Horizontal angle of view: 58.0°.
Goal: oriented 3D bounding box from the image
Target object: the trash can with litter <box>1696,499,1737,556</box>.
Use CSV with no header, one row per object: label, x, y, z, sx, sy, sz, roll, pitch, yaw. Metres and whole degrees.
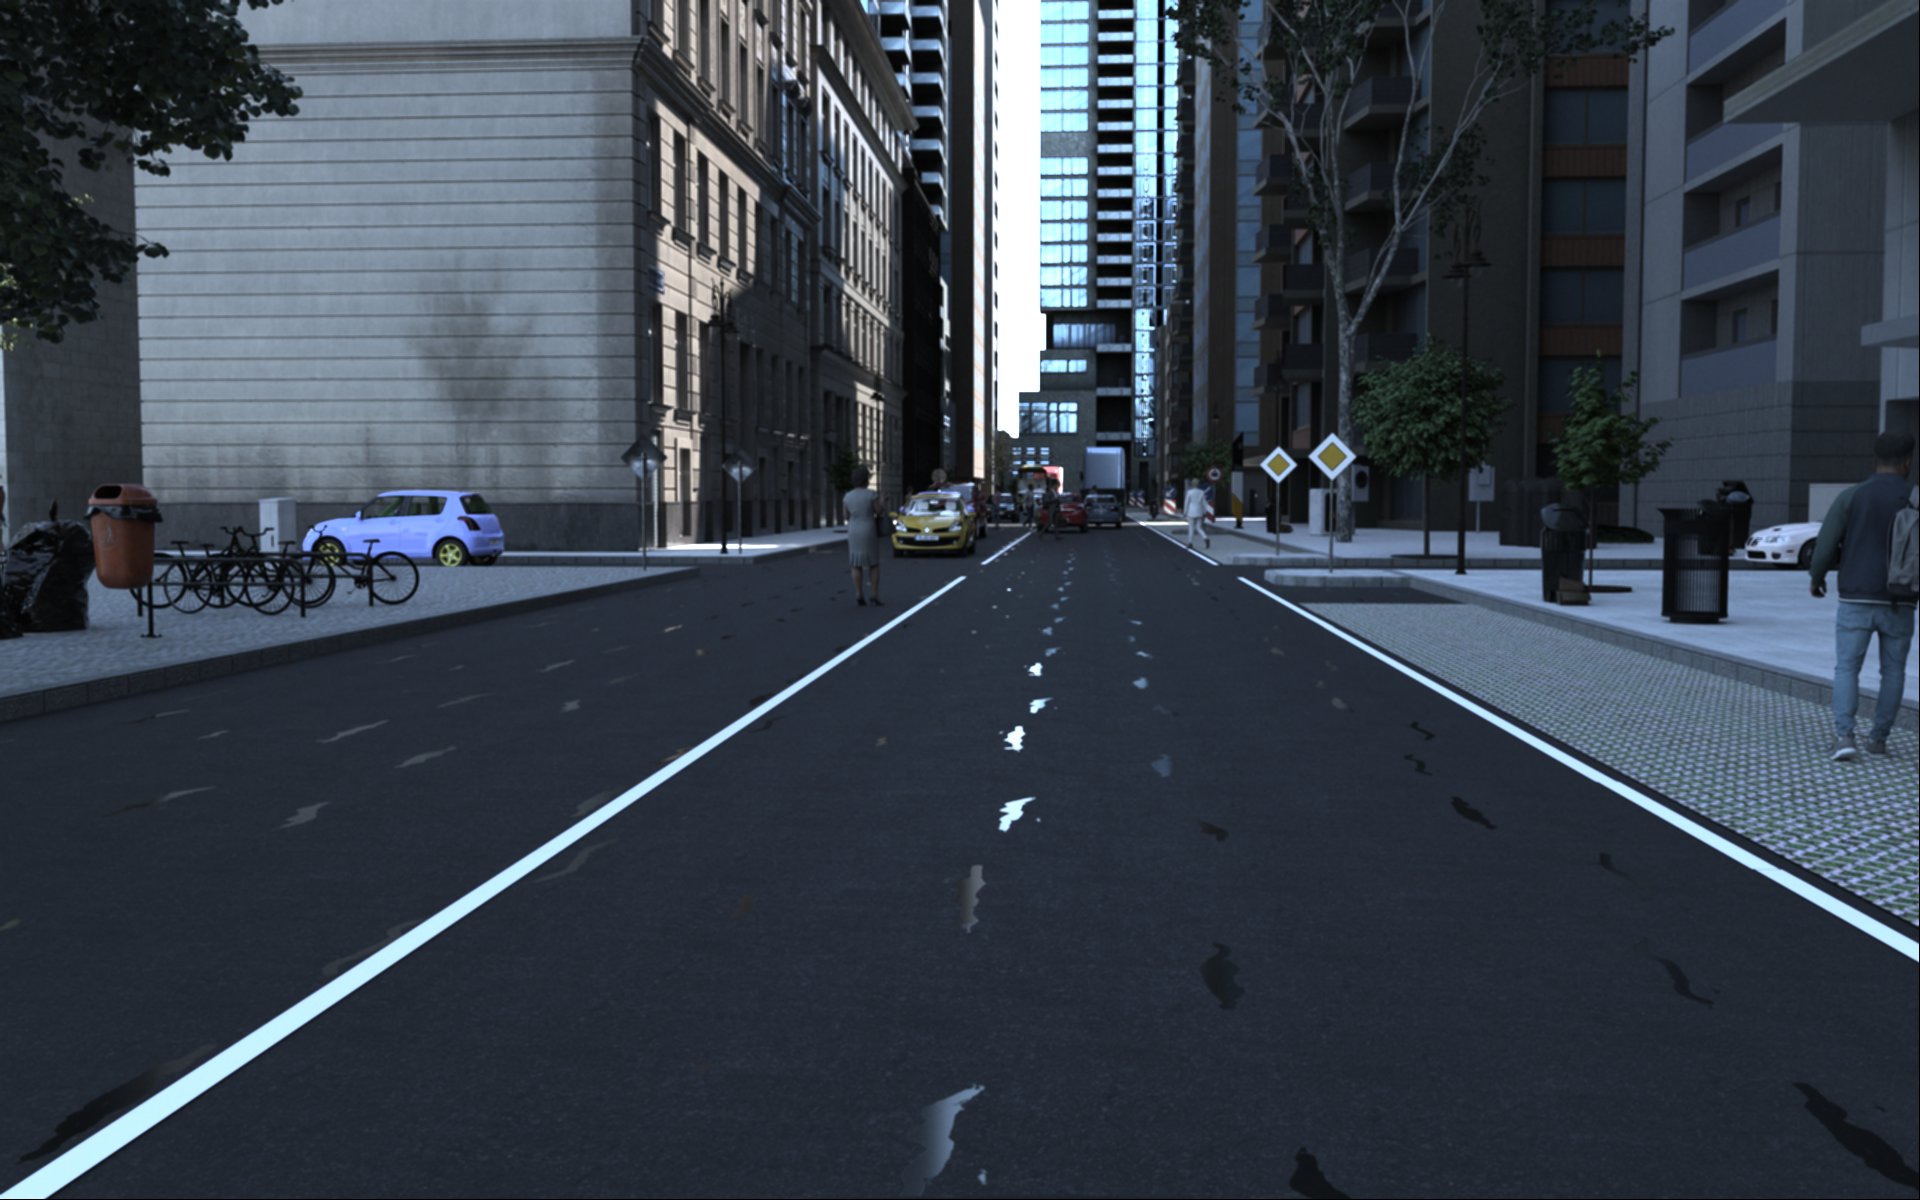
trash can with litter,15.847,-1.514,36.140,0.624,1.170,1.055,0,4,-8

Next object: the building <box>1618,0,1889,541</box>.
building,34.105,-30.649,43.104,28.212,58.520,21.231,0,4,4

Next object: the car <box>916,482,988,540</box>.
car,-0.260,-2.911,56.271,2.281,1.827,5.304,0,4,6

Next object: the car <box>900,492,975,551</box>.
car,-0.561,-2.163,44.951,1.945,1.707,3.694,0,4,4

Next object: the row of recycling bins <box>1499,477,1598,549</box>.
row of recycling bins,14.192,-2.129,41.927,1.069,1.692,3.534,-1,4,-12

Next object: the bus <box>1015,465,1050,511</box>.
bus,6.254,-9.663,149.540,2.896,3.916,12.252,0,4,3

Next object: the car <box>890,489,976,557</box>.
car,-0.580,-1.856,40.569,2.015,1.641,3.980,0,4,5

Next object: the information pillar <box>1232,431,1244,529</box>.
information pillar,10.326,-4.468,64.405,0.504,3.616,0.183,-2,4,-33

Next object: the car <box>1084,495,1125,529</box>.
car,5.916,-3.715,72.744,2.014,1.417,4.499,0,4,6

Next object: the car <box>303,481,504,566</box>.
car,-10.676,-1.443,33.181,3.694,1.707,1.945,0,4,6

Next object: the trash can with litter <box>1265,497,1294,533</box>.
trash can with litter,10.586,-2.806,57.259,0.624,1.170,1.055,-3,4,-37

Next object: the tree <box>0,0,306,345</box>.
tree,-7.682,-6.300,9.658,9.857,13.997,8.962,0,3,0

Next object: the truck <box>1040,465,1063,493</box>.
truck,8.534,-10.938,167.757,2.839,4.237,11.283,0,4,6

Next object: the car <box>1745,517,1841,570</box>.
car,17.263,-1.222,32.346,4.827,1.381,2.083,0,4,6

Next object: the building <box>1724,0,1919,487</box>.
building,23.482,-25.775,10.660,28.713,52.752,27.495,0,4,4

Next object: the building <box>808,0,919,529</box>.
building,-11.322,-14.953,77.766,16.112,22.955,30.059,0,4,4

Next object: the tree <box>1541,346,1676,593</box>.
tree,8.303,-1.722,22.760,1.663,3.219,1.824,0,3,0

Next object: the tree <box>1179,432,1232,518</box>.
tree,13.271,-6.641,92.293,4.285,4.588,4.351,0,3,0

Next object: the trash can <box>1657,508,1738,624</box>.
trash can,7.330,-0.343,17.256,0.748,1.137,0.748,0,3,0

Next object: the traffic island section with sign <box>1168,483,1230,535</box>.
traffic island section with sign,8.557,-3.242,61.629,1.989,1.847,2.006,0,4,4

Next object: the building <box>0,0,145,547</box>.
building,-29.482,-11.596,44.349,16.860,20.320,10.420,0,4,4

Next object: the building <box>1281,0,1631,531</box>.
building,23.816,-25.479,71.213,22.147,44.769,28.867,0,4,4

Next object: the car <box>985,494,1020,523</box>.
car,2.087,-4.764,87.681,2.009,1.686,4.222,0,4,5

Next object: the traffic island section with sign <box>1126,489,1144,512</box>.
traffic island section with sign,14.254,-7.909,137.939,1.989,1.847,2.006,0,4,4

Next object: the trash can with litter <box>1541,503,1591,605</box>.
trash can with litter,7.192,-0.547,20.327,0.624,1.170,1.055,0,4,5

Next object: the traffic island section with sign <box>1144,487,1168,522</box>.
traffic island section with sign,10.567,-4.886,88.510,1.989,1.847,2.006,0,4,4

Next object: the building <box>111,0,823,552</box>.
building,-11.825,-15.455,49.945,12.463,27.353,25.104,0,4,4

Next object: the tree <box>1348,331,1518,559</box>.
tree,9.561,-3.140,35.054,4.285,4.588,4.351,0,3,0

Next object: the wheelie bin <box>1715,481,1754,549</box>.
wheelie bin,18.167,-2.005,40.695,0.693,1.594,0.980,-1,4,-18

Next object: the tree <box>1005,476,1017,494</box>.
tree,5.922,-11.734,186.446,1.663,3.219,1.824,0,3,0

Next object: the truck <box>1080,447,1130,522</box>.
truck,7.618,-6.333,93.304,2.967,4.110,18.799,0,4,6

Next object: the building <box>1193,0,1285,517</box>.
building,21.308,-27.677,102.631,14.600,45.320,14.200,0,4,4

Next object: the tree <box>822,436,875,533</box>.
tree,-3.717,-3.871,57.891,1.663,3.219,1.824,0,3,0

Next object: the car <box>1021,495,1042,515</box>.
car,5.246,-6.480,118.317,2.083,1.381,4.827,0,4,3

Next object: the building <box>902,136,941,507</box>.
building,-7.945,-16.562,100.469,12.332,23.373,15.834,0,4,4

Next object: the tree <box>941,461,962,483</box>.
tree,-0.584,-6.547,101.639,1.663,3.219,1.824,0,3,0

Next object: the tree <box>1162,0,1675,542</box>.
tree,11.192,-11.530,44.409,12.611,20.169,13.585,0,3,0

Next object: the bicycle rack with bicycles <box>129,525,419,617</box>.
bicycle rack with bicycles,-7.818,-0.350,19.109,2.925,0.926,2.852,0,4,5

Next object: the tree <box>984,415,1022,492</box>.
tree,3.705,-12.976,162.523,4.360,8.622,3.978,0,3,0

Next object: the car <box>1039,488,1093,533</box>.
car,3.937,-3.456,65.552,2.155,1.783,4.494,0,4,6

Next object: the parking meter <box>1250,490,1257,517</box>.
parking meter,16.302,-5.374,96.276,0.372,1.533,0.369,0,3,0

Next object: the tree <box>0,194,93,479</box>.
tree,-16.131,-4.677,26.825,4.737,8.622,4.395,0,3,0
